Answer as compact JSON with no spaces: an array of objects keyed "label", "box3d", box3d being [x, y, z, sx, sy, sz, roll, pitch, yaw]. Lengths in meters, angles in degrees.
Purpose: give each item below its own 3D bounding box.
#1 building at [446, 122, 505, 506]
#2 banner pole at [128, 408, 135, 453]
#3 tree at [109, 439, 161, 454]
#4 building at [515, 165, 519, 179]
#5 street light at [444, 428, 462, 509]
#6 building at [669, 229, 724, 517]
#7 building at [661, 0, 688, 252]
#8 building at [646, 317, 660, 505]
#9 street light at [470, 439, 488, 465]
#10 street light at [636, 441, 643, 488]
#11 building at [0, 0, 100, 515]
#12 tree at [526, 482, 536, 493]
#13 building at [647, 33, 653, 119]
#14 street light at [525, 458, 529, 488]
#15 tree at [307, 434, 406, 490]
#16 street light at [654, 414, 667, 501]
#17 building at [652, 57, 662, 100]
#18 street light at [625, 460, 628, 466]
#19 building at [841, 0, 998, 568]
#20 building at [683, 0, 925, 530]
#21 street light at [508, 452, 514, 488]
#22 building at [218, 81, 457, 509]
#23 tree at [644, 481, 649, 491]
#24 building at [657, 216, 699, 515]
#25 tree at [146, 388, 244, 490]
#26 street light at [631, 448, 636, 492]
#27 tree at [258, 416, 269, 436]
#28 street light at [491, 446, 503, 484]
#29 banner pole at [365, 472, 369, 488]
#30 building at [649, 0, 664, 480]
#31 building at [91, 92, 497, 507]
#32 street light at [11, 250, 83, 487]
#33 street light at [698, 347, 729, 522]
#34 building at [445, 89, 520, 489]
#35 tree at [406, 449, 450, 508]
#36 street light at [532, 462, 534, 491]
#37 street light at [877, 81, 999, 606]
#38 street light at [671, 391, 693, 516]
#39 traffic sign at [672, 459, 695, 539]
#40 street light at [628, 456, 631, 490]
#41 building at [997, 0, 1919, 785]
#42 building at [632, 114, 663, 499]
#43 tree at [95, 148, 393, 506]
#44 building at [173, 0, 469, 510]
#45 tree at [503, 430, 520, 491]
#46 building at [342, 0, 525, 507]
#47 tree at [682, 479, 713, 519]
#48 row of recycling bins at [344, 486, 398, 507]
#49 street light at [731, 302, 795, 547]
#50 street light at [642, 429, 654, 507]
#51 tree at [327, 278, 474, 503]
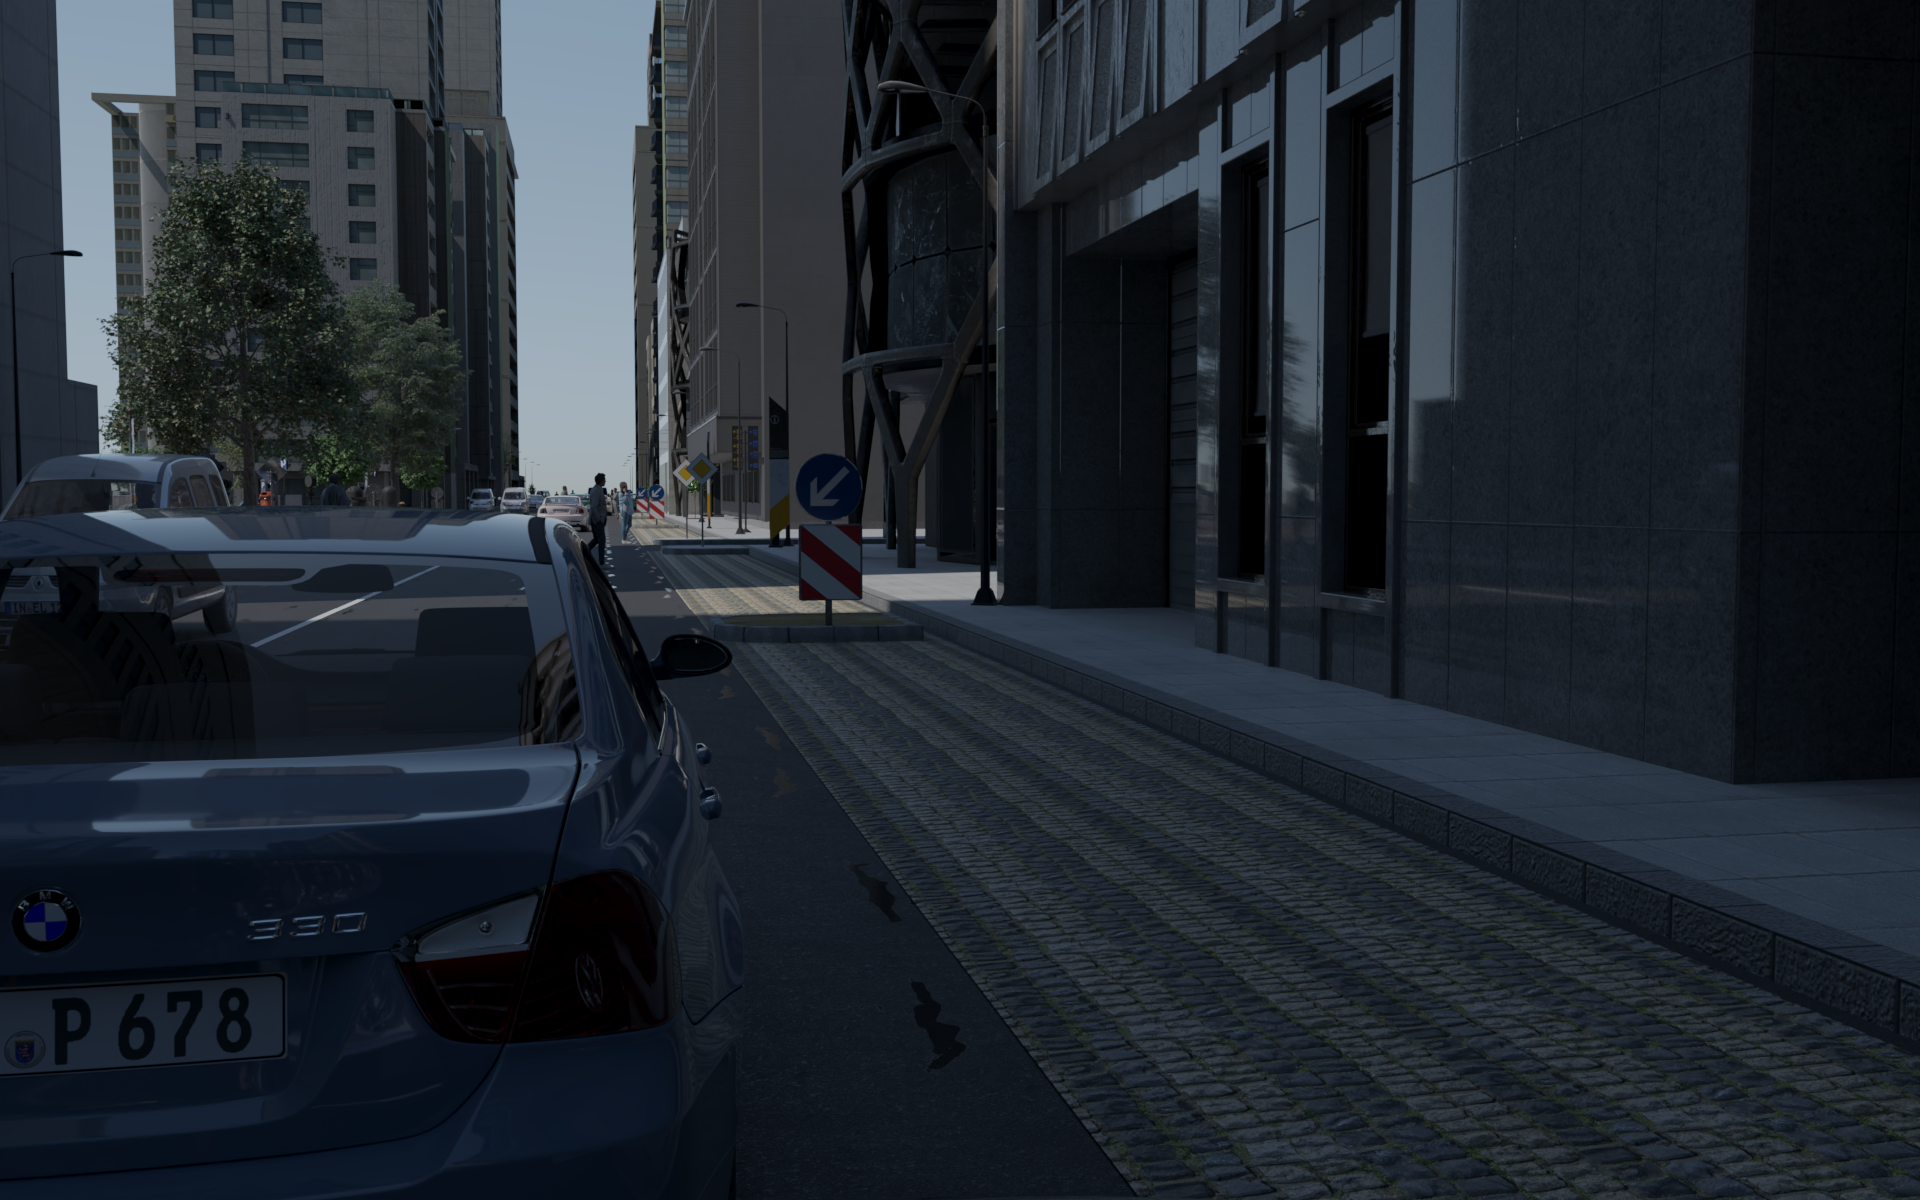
[{"label":"building","box3d":[-56.477,-30.638,184.521,14.154,41.232,14.086,-1,4,-12]},{"label":"banner pole","box3d":[-24.123,-3.701,50.535,0.401,3.779,0.863,-2,4,-32]},{"label":"tree","box3d":[-48.869,-7.273,102.623,4.285,4.588,4.351,0,3,0]},{"label":"building","box3d":[-79.642,-40.648,253.836,28.713,52.752,27.495,-1,4,-12]},{"label":"street light","box3d":[-35.860,-9.165,122.391,1.470,5.913,1.316,-1,4,-12]},{"label":"building","box3d":[-8.308,-14.242,100.316,16.820,18.784,16.811,-1,4,-12]},{"label":"building","box3d":[-15.985,-27.588,134.662,14.154,41.232,14.086,-1,4,-12]},{"label":"building","box3d":[-19.213,-20.849,185.919,27.650,21.520,28.899,-1,4,-12]},{"label":"street light","box3d":[-40.563,-10.577,145.468,1.470,5.913,1.316,-1,4,-12]},{"label":"street light","box3d":[-27.534,-11.026,152.810,1.470,5.913,1.316,-1,4,-12]},{"label":"building","box3d":[-27.425,-35.883,24.944,20.611,71.187,20.563,-1,4,-12]},{"label":"tree","box3d":[-68.628,-17.279,277.109,1.663,3.219,1.824,0,3,0]},{"label":"building","box3d":[-40.135,-50.896,270.400,20.563,71.187,20.611,-1,4,-12]},{"label":"street light","box3d":[-57.128,-15.496,225.897,1.470,5.913,1.316,-1,4,-12]},{"label":"tree","box3d":[-28.923,-5.924,80.569,4.285,4.588,4.351,0,3,0]},{"label":"street light","box3d":[-16.929,-7.859,101.041,1.470,5.913,1.316,-1,4,-12]},{"label":"building","box3d":[-34.158,-57.015,244.863,22.319,86.520,31.000,-1,4,-12]},{"label":"street light","box3d":[-39.892,-14.627,211.689,1.470,5.913,1.316,-1,4,-12]},{"label":"building","box3d":[5.881,-10.250,35.045,16.820,18.784,16.811,-1,4,-12]},{"label":"building","box3d":[-4.070,-17.180,74.408,14.314,27.812,24.014,-1,4,-12]},{"label":"street light","box3d":[-49.770,-13.330,190.487,1.470,5.913,1.316,-1,4,-12]},{"label":"building","box3d":[-44.715,-21.668,125.981,14.160,30.474,14.107,-1,4,-12]},{"label":"tree","box3d":[-36.852,-12.991,207.007,1.663,3.219,1.824,0,3,0]},{"label":"building","box3d":[-14.673,-15.986,116.118,10.420,20.320,16.860,-1,4,-12]},{"label":"tree","box3d":[-41.370,-8.663,91.997,4.737,8.622,4.395,0,3,0]},{"label":"street light","box3d":[-32.251,-12.395,175.205,1.470,5.913,1.316,-1,4,-12]},{"label":"tree","box3d":[-48.314,-10.159,116.468,4.737,8.622,4.395,0,3,0]},{"label":"street light","box3d":[-45.192,-11.947,167.881,1.470,5.913,1.316,-1,4,-12]},{"label":"banner pole","box3d":[-37.183,-7.254,108.612,0.401,3.779,0.863,-3,5,-39]},{"label":"building","box3d":[-16.480,-30.686,156.338,22.147,44.769,28.867,-1,4,-12]},{"label":"building","box3d":[-61.157,-28.861,163.755,32.217,40.220,23.993,-1,4,-12]},{"label":"street light","box3d":[-17.386,-3.698,33.006,1.470,5.913,1.316,-1,4,-12]},{"label":"street light","box3d":[-7.537,-5.040,54.945,1.470,5.913,1.316,-1,4,-12]},{"label":"building","box3d":[-65.288,-35.879,210.316,21.300,48.544,21.600,-1,4,-12]},{"label":"tree","box3d":[-35.548,-8.012,114.709,4.285,4.588,4.351,0,3,0]},{"label":"street light","box3d":[-61.774,-16.883,248.579,1.470,5.913,1.316,-1,4,-12]},{"label":"street light","box3d":[-0.240,-2.888,19.768,1.470,5.913,1.316,-1,4,-12]},{"label":"street light","box3d":[-12.299,-6.487,78.608,1.470,5.913,1.316,-1,4,-12]},{"label":"traffic sign","box3d":[-7.857,-2.821,49.767,0.795,2.450,0.064,-1,4,-12]},{"label":"street light","box3d":[-36.986,-13.828,198.631,1.470,5.913,1.316,-1,4,-12]},{"label":"building","box3d":[8.313,-11.799,10.938,12.078,24.808,19.932,-1,4,-12]},{"label":"building","box3d":[-30.254,-36.427,219.286,21.300,48.544,21.600,-1,4,-12]},{"label":"tree","box3d":[-23.931,-8.611,57.802,9.611,12.733,9.660,0,3,0]},{"label":"building","box3d":[-50.777,-43.006,141.400,20.563,71.187,20.611,-1,4,-12]},{"label":"tree","box3d":[-51.913,-15.040,196.258,4.360,8.622,3.978,0,3,0]},{"label":"building","box3d":[-69.213,-48.480,230.904,20.563,71.187,20.611,-1,4,-12]},{"label":"tree","box3d":[-13.590,-5.767,88.889,1.663,3.219,1.824,0,3,0]},{"label":"row of recycling bins","box3d":[-30.616,-5.007,88.977,3.534,1.692,1.069,0,4,3]},{"label":"street light","box3d":[-4.751,-4.261,42.205,1.470,5.913,1.316,-1,4,-12]},{"label":"street light","box3d":[-22.934,-9.654,130.391,1.470,5.913,1.316,-1,4,-12]},{"label":"tree","box3d":[-33.229,-11.931,101.724,9.857,13.997,8.962,0,3,0]}]
